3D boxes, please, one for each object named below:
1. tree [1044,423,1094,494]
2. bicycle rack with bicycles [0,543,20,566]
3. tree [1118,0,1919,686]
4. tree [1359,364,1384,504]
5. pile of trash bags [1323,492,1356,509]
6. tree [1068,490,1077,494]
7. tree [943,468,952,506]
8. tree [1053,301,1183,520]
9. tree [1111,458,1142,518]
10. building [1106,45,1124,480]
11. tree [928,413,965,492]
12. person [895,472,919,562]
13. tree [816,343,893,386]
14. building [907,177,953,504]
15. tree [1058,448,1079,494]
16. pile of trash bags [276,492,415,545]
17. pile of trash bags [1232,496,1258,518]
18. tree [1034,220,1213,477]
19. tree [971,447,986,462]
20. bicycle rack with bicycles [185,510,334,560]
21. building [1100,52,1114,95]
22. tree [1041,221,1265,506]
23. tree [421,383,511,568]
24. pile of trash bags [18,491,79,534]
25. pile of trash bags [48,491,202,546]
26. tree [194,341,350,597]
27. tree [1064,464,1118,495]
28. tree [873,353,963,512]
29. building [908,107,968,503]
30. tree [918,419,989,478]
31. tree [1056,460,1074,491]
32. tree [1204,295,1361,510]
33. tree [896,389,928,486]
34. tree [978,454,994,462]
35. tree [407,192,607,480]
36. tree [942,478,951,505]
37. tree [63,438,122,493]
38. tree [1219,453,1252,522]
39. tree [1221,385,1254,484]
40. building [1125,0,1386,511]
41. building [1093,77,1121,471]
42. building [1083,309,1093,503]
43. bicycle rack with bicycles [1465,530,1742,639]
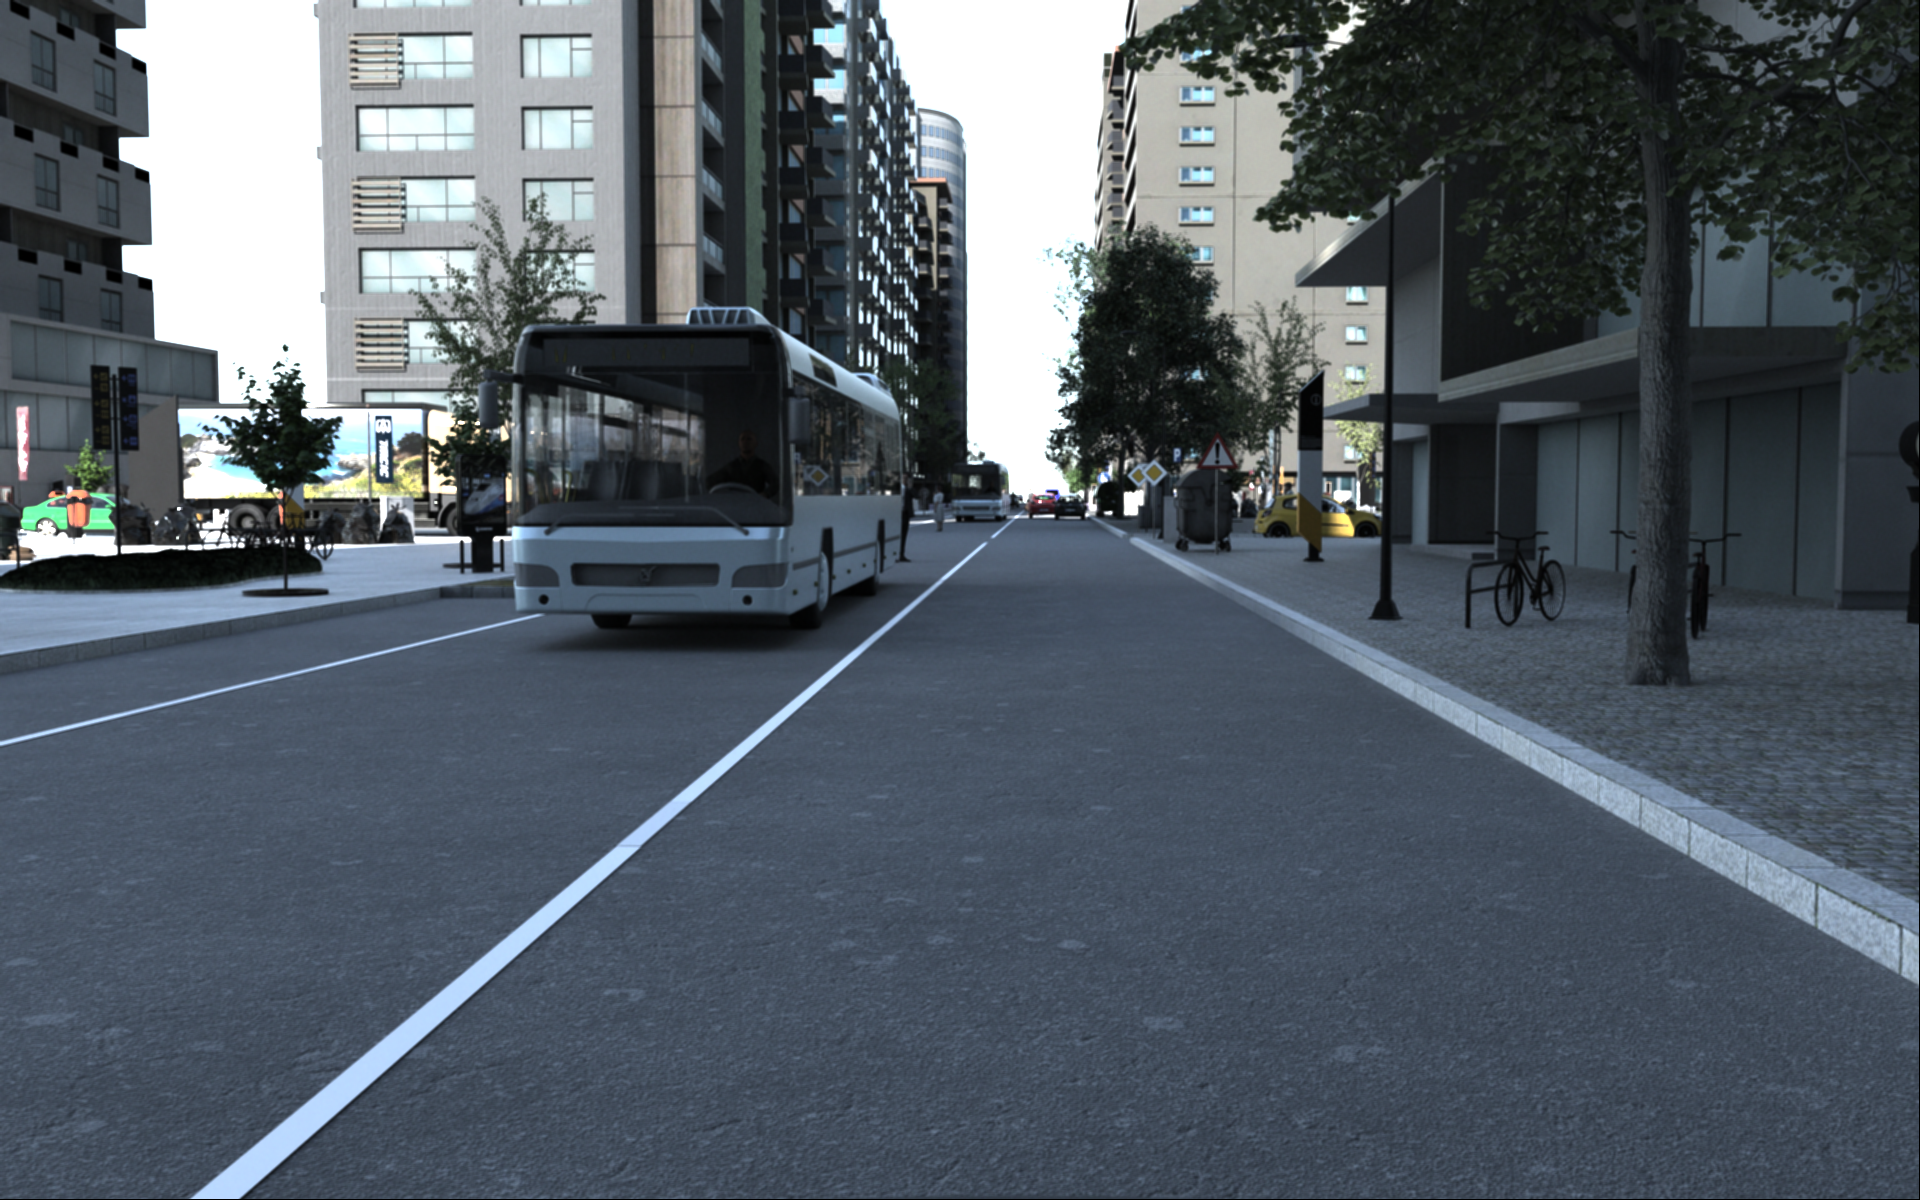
[{"bbox_3d":[13.987,-17.206,215.733,8.767,10.594,7.601,2,4,29],"label":"tree"},{"bbox_3d":[-17.407,-0.958,29.039,2.852,0.926,2.925,2,4,31],"label":"bicycle rack with bicycles"},{"bbox_3d":[4.540,-5.729,11.791,7.486,12.596,7.792,0,3,0],"label":"tree"},{"bbox_3d":[22.281,-8.893,95.757,4.737,8.622,4.395,0,3,0],"label":"tree"},{"bbox_3d":[19.581,-4.954,90.743,1.912,1.369,3.447,0,4,-4],"label":"pile of trash bags"},{"bbox_3d":[16.971,-16.048,256.992,1.663,3.219,1.824,0,3,0],"label":"tree"},{"bbox_3d":[-0.323,-12.654,190.598,4.285,4.588,4.351,0,3,0],"label":"tree"},{"bbox_3d":[8.151,-9.830,86.469,9.928,11.665,9.643,0,3,0],"label":"tree"},{"bbox_3d":[9.050,-6.002,92.741,1.663,3.219,1.824,0,3,0],"label":"tree"},{"bbox_3d":[25.457,-31.412,168.203,22.147,44.769,28.867,0,4,3],"label":"building"},{"bbox_3d":[-1.961,-12.359,152.428,4.360,8.622,3.978,0,3,0],"label":"tree"},{"bbox_3d":[-1.191,-1.758,36.608,0.648,1.900,0.474,-2,4,-32],"label":"person"},{"bbox_3d":[-5.886,-8.142,83.477,4.737,8.622,4.395,0,3,0],"label":"tree"},{"bbox_3d":[-12.324,-35.435,233.986,22.147,44.769,28.867,0,4,3],"label":"building"},{"bbox_3d":[15.649,-18.107,246.406,4.737,8.622,4.395,0,3,0],"label":"tree"},{"bbox_3d":[-15.714,-2.092,43.951,1.912,1.369,3.447,2,4,35],"label":"pile of trash bags"},{"bbox_3d":[14.384,-5.117,93.418,3.447,1.369,1.912,1,4,10],"label":"pile of trash bags"},{"bbox_3d":[11.276,-16.002,117.518,12.611,20.169,13.585,0,3,0],"label":"tree"},{"bbox_3d":[2.491,-18.928,259.833,4.360,8.622,3.978,0,3,0],"label":"tree"},{"bbox_3d":[-13.323,-1.220,33.334,2.852,0.926,2.925,2,4,32],"label":"bicycle rack with bicycles"},{"bbox_3d":[30.759,-51.461,279.635,20.563,71.187,20.611,0,4,3],"label":"building"},{"bbox_3d":[8.157,-9.548,73.118,9.611,12.733,9.660,0,3,0],"label":"tree"},{"bbox_3d":[-8.700,-2.191,30.426,1.663,3.219,1.824,0,3,0],"label":"tree"},{"bbox_3d":[-33.019,-3.102,60.473,3.447,1.369,1.912,-3,5,-44],"label":"pile of trash bags"},{"bbox_3d":[-20.875,-2.073,43.641,3.447,1.369,1.912,0,4,6],"label":"pile of trash bags"},{"bbox_3d":[-8.484,-1.674,21.966,1.663,3.219,1.824,0,3,0],"label":"tree"},{"bbox_3d":[11.101,-9.408,137.535,4.285,4.588,4.351,0,3,0],"label":"tree"},{"bbox_3d":[-3.752,-12.285,126.619,9.928,11.665,9.643,0,3,0],"label":"tree"},{"bbox_3d":[-10.065,-44.035,261.977,21.231,58.520,28.212,0,4,3],"label":"building"},{"bbox_3d":[-0.583,-16.489,204.011,8.767,10.594,7.601,0,4,-8],"label":"tree"},{"bbox_3d":[17.366,-20.287,282.052,4.360,8.622,3.978,0,3,0],"label":"tree"},{"bbox_3d":[11.474,-6.943,63.887,4.737,8.622,4.395,0,3,0],"label":"tree"},{"bbox_3d":[-4.698,-10.044,114.583,4.360,8.622,3.978,0,3,0],"label":"tree"},{"bbox_3d":[4.326,-20.868,291.557,4.737,8.622,4.395,0,3,0],"label":"tree"},{"bbox_3d":[-10.711,-5.582,41.624,4.737,8.622,4.395,0,3,0],"label":"tree"},{"bbox_3d":[-1.322,-11.353,180.220,1.663,3.219,1.824,0,3,0],"label":"tree"},{"bbox_3d":[-30.332,-4.009,60.155,1.663,3.219,1.824,0,3,0],"label":"tree"},{"bbox_3d":[12.552,-5.243,80.324,1.663,3.219,1.824,0,3,0],"label":"tree"},{"bbox_3d":[16.143,-9.486,105.463,4.360,8.622,3.978,0,3,0],"label":"tree"},{"bbox_3d":[24.568,-31.699,141.982,21.300,48.544,21.600,0,4,3],"label":"building"},{"bbox_3d":[26.175,-34.836,193.270,21.300,48.544,21.600,0,4,3],"label":"building"},{"bbox_3d":[25.730,-30.076,263.447,14.160,30.474,14.107,0,4,3],"label":"building"},{"bbox_3d":[6.269,-0.214,16.879,2.852,0.926,2.925,2,4,33],"label":"bicycle rack with bicycles"}]
